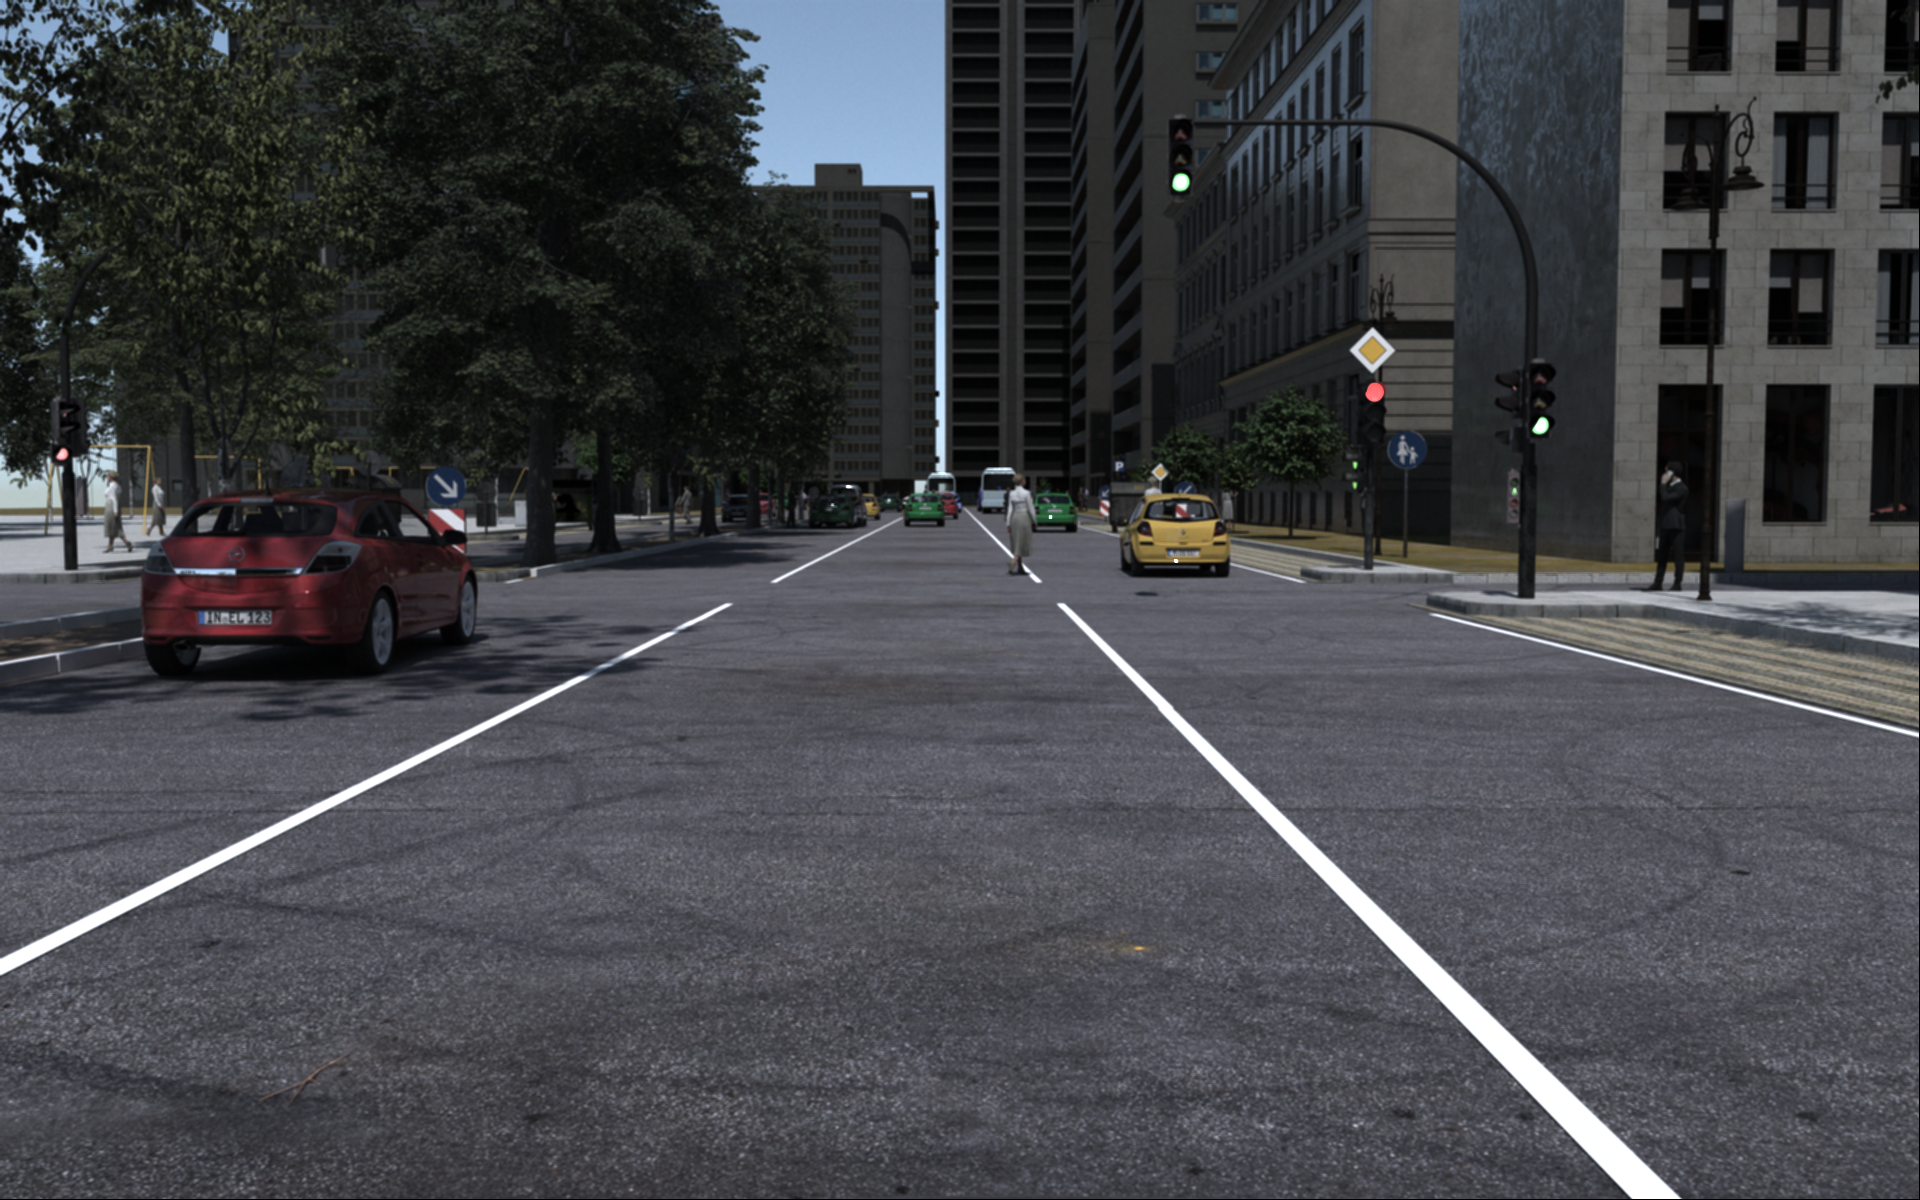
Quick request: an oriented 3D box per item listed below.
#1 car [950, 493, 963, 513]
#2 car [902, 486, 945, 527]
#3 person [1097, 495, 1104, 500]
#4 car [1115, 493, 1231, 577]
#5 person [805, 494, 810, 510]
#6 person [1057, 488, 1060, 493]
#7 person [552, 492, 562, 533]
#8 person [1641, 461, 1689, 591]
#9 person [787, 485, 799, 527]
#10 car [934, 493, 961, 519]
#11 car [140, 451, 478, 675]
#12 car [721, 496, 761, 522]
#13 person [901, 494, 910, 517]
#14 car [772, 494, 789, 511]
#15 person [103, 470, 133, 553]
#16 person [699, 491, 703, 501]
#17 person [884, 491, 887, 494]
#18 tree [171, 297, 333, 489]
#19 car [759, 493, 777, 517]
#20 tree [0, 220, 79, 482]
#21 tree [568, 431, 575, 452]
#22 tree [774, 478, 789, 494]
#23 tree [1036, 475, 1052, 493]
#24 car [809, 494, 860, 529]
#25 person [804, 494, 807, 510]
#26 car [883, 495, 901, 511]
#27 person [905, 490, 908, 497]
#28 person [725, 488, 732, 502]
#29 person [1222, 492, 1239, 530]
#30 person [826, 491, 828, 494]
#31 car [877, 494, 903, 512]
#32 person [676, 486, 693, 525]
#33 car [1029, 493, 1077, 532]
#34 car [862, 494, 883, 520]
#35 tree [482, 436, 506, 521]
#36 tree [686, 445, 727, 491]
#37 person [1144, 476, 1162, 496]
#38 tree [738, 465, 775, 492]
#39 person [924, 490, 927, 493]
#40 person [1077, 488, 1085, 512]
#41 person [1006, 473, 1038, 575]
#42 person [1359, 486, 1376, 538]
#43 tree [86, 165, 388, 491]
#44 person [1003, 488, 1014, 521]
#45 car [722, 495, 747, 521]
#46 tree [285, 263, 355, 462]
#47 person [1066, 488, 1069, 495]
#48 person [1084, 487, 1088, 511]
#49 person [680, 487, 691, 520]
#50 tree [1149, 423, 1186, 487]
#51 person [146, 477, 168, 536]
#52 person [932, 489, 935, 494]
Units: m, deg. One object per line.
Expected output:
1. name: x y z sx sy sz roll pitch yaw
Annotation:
1. car: -0.757 -7.587 133.631 1.945 1.707 3.694 0 4 -1
2. car: -1.621 -4.224 77.865 1.959 1.807 4.718 0 4 -2
3. person: 9.886 -6.775 117.533 1.217 1.743 0.721 -1 4 -11
4. car: 3.844 -1.292 31.340 2.015 1.641 3.980 0 4 2
5. person: -14.023 -8.986 158.660 0.421 1.427 0.697 3 5 40
6. person: 8.337 -8.643 147.375 0.705 1.821 1.348 0 4 3
7. person: -14.879 -3.324 63.204 0.716 1.782 0.532 0 4 1
8. person: 10.270 -1.056 25.135 0.474 1.900 0.648 0 4 -6
9. person: -7.171 -4.029 74.542 0.590 1.801 0.661 0 4 -4
10. car: -1.018 -5.571 100.124 2.155 1.783 4.494 0 4 1
11. car: -5.528 -0.376 15.193 2.155 1.783 4.494 0 4 -2
12. car: -11.225 -4.671 88.946 1.945 1.354 3.894 0 4 -1
13. person: -3.253 -5.791 106.373 0.628 1.438 0.799 2 4 26
14. car: -15.567 -8.653 150.277 1.959 1.807 4.718 0 3 0
15. person: -18.445 -1.934 37.883 0.641 1.798 0.478 0 4 3
16. person: -21.948 -8.714 148.507 1.348 1.826 0.705 0 4 -2
17. person: -7.293 -9.781 168.864 0.683 1.767 0.568 0 4 6
18. tree: -33.208 -8.970 81.072 7.601 10.594 8.767 -3 5 -40
19. car: -12.446 -6.024 107.535 2.155 1.783 4.494 0 4 0
20. tree: -39.560 -9.301 69.080 9.611 12.733 9.660 0 3 0
21. tree: -20.464 -8.820 94.567 4.737 8.622 4.395 0 3 0
22. tree: -18.734 -11.258 178.663 1.663 3.219 1.824 0 3 0
23. tree: 8.159 -10.811 171.367 1.663 3.219 1.824 0 3 0
24. car: -5.273 -3.714 72.530 2.131 1.459 4.920 0 4 1
25. person: -13.906 -8.827 153.754 0.436 1.711 0.756 2 4 31
26. car: -5.821 -8.239 146.708 2.014 1.417 4.499 0 4 1
27. person: -5.532 -10.404 178.230 0.705 1.869 1.348 0 4 1
28. person: -18.668 -8.168 140.031 0.683 1.767 0.568 -2 4 -32
29. person: 9.532 -3.338 61.189 0.524 1.755 0.480 -3 5 -42
30. person: -11.143 -8.249 144.047 0.721 1.739 1.217 -2 4 -34
31. car: -5.607 -7.767 138.783 2.131 1.459 4.920 0 4 1
32. person: -12.906 -4.468 81.674 0.853 1.813 0.709 2 4 24
33. car: 3.500 -3.513 66.228 1.959 1.807 4.718 0 4 0
34. car: -5.339 -5.288 96.682 2.015 1.641 3.980 0 4 0
35. tree: -22.396 -8.132 83.325 4.737 8.622 4.395 0 3 0
36. tree: -17.985 -10.746 126.059 4.360 8.622 3.978 0 3 0
37. person: 4.448 -1.910 39.607 0.818 1.842 0.514 2 4 30
38. tree: -18.728 -10.730 159.146 4.285 4.588 4.351 0 3 0
39. person: -2.560 -7.304 128.595 0.621 1.740 0.551 1 4 11
40. person: 8.836 -7.303 126.006 0.434 1.755 0.990 -2 4 -28
41. person: 1.036 -1.331 30.491 0.641 1.798 0.478 -3 5 -44
42. person: 11.968 -2.724 50.768 0.592 1.802 0.473 0 4 1
43. tree: -26.599 -9.367 63.523 12.009 13.543 11.850 0 3 0
44. person: 2.580 -5.075 91.901 0.576 1.772 0.534 0 4 -2
45. car: -11.767 -4.975 93.348 2.014 1.417 4.499 0 4 -2
46. tree: -21.061 -6.326 53.795 4.360 8.622 3.978 0 3 0
47. person: 10.260 -9.722 165.007 0.705 1.824 1.348 0 4 -7
48. person: 9.278 -7.550 129.350 0.599 1.838 0.709 0 4 -2
49. person: -15.214 -5.415 96.818 0.659 1.850 0.755 2 4 30
50. tree: 9.988 -5.615 75.526 4.285 4.588 4.351 0 3 0
51. person: -24.370 -2.828 52.505 0.641 1.798 0.478 0 4 6
52. person: -1.938 -7.268 127.461 1.348 1.807 0.705 -1 4 -14
